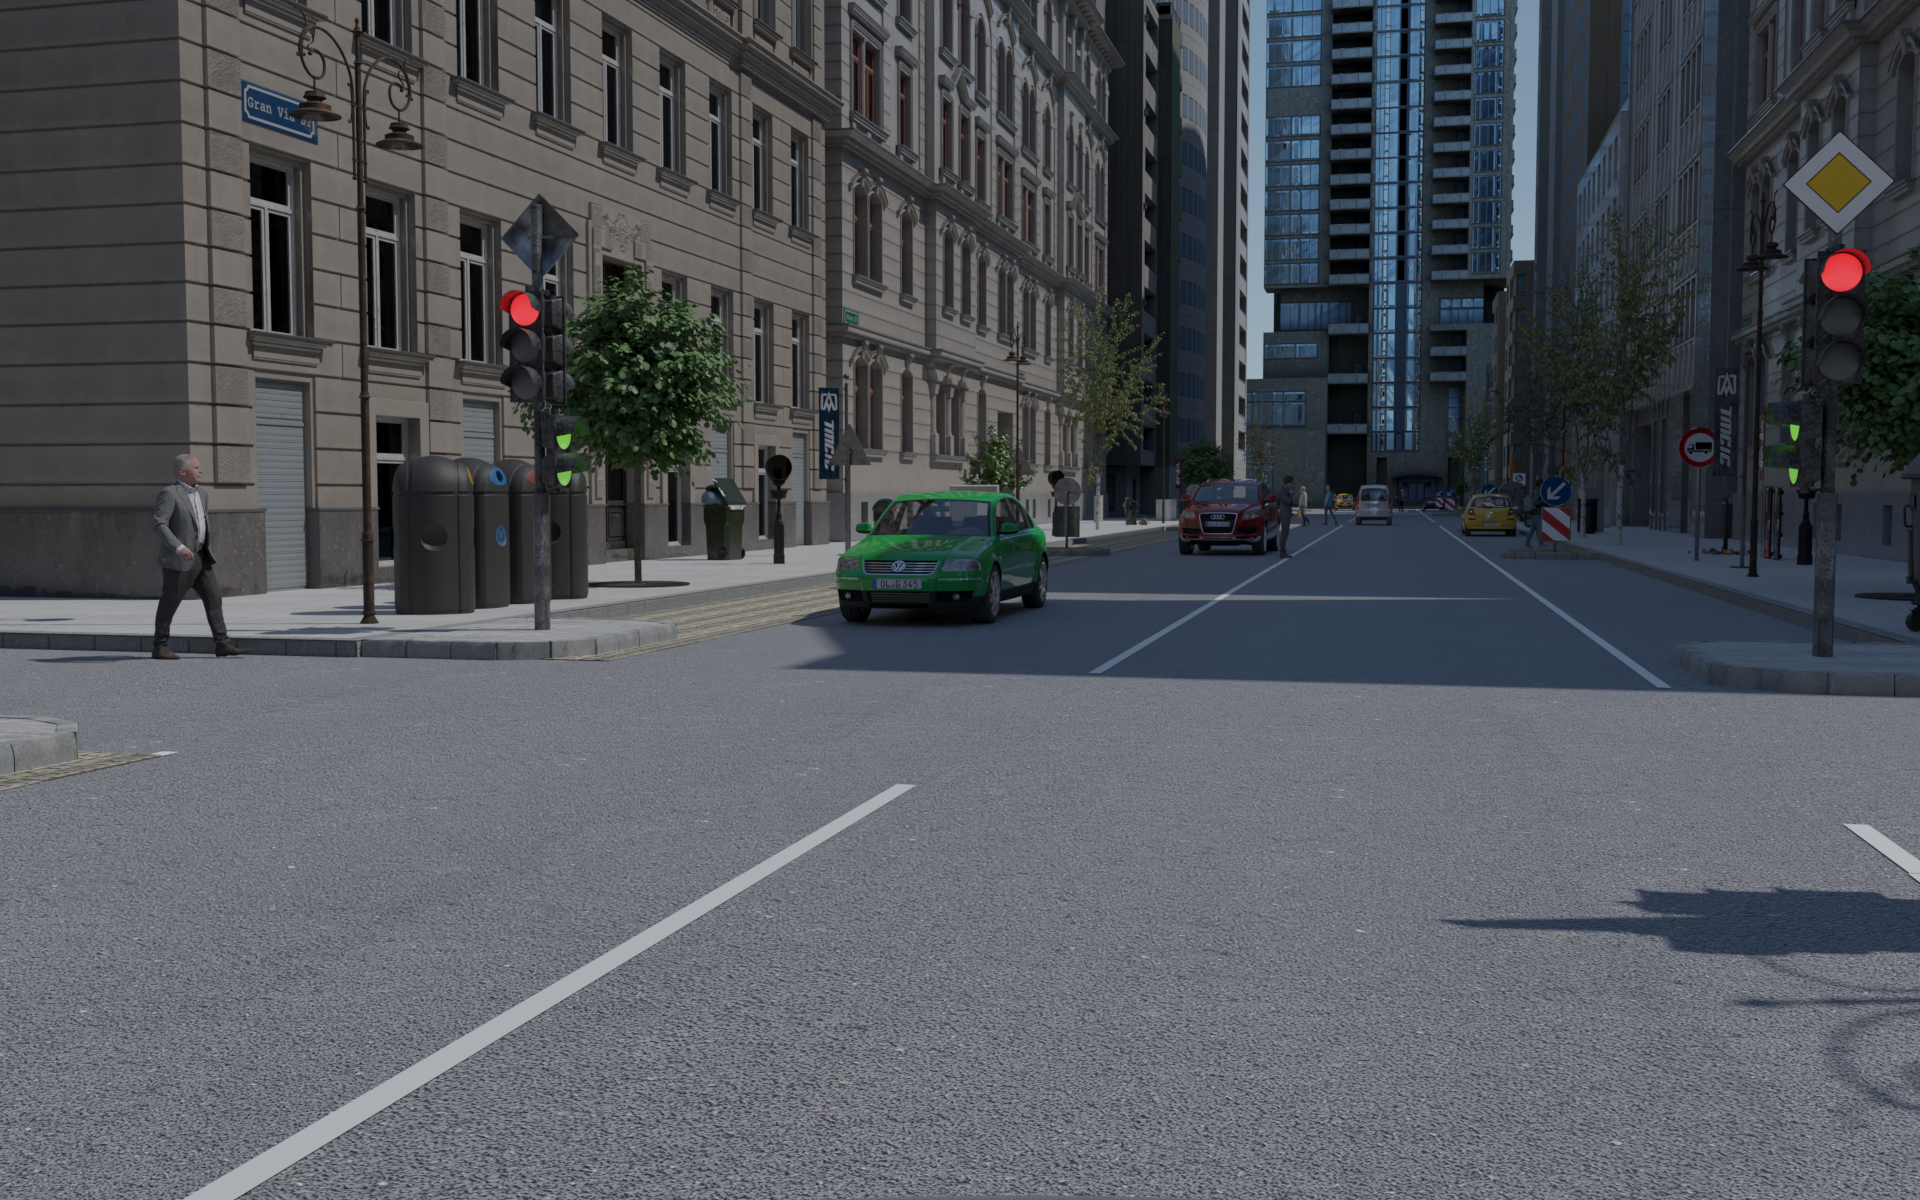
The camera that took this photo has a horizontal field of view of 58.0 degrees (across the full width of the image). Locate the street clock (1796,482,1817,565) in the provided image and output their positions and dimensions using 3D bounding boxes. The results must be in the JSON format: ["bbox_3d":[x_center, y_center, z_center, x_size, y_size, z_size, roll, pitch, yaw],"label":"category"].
[{"bbox_3d":[15.289,-1.634,31.290,0.358,2.002,0.471,-2,4,-29],"label":"street clock"}]

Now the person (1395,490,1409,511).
[{"bbox_3d":[36.649,-8.266,143.794,1.348,1.807,0.705,-1,4,-16],"label":"person"}]

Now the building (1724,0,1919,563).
[{"bbox_3d":[25.157,-15.199,35.889,14.401,28.519,23.554,1,4,14],"label":"building"}]

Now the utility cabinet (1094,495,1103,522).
[{"bbox_3d":[6.282,-4.129,78.674,0.306,1.237,1.020,1,4,12],"label":"utility cabinet"}]

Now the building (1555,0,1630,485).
[{"bbox_3d":[39.440,-26.939,90.568,14.600,45.320,14.200,1,4,14],"label":"building"}]

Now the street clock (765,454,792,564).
[{"bbox_3d":[-3.322,-1.662,31.747,0.471,2.002,0.358,-1,4,-14],"label":"street clock"}]

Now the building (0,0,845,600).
[{"bbox_3d":[-11.764,-14.431,33.203,12.463,27.353,25.104,1,4,14],"label":"building"}]

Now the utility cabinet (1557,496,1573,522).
[{"bbox_3d":[28.210,-4.262,80.848,0.306,1.237,1.020,-1,4,-10],"label":"utility cabinet"}]

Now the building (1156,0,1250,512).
[{"bbox_3d":[11.087,-37.407,153.596,28.212,58.520,21.231,1,4,14],"label":"building"}]

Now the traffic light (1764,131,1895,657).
[{"bbox_3d":[6.801,-1.508,13.580,0.839,4.253,0.868,1,4,14],"label":"traffic light"}]

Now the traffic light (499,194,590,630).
[{"bbox_3d":[-3.932,-1.672,16.252,0.839,4.253,0.868,1,4,14],"label":"traffic light"}]

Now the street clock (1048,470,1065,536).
[{"bbox_3d":[2.929,-2.950,52.800,0.471,2.002,0.358,-2,4,-26],"label":"street clock"}]

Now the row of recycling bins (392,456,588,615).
[{"bbox_3d":[-5.388,-0.788,19.994,1.069,1.692,3.534,1,4,14],"label":"row of recycling bins"}]

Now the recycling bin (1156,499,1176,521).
[{"bbox_3d":[9.859,-4.297,82.805,0.722,1.027,0.722,-3,5,-40],"label":"recycling bin"}]

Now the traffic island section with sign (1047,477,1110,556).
[{"bbox_3d":[2.477,-1.958,40.636,1.989,1.847,2.006,1,4,14],"label":"traffic island section with sign"}]

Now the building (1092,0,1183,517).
[{"bbox_3d":[4.747,-20.003,98.745,14.160,30.474,14.107,1,4,14],"label":"building"}]

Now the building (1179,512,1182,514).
[{"bbox_3d":[6.327,-35.319,119.464,21.231,58.520,28.212,1,4,14],"label":"building"}]

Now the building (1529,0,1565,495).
[{"bbox_3d":[47.781,-34.743,110.043,21.231,58.520,28.212,1,4,14],"label":"building"}]

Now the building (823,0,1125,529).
[{"bbox_3d":[-0.972,-17.934,80.610,14.401,28.519,23.554,1,4,14],"label":"building"}]

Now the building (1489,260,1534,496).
[{"bbox_3d":[57.836,-17.981,139.026,27.650,21.520,28.899,1,4,14],"label":"building"}]

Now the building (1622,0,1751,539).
[{"bbox_3d":[29.700,-14.637,57.344,12.078,24.808,19.932,1,4,14],"label":"building"}]

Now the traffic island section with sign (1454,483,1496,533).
[{"bbox_3d":[19.888,-3.481,65.537,1.989,1.847,2.006,1,4,14],"label":"traffic island section with sign"}]

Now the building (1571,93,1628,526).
[{"bbox_3d":[33.297,-13.530,75.971,10.420,20.320,16.860,1,4,14],"label":"building"}]

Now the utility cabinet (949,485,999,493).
[{"bbox_3d":[0.345,-2.042,42.067,1.173,1.500,0.318,1,4,12],"label":"utility cabinet"}]

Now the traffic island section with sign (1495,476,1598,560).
[{"bbox_3d":[13.154,-1.844,38.771,1.989,1.847,2.006,1,4,14],"label":"traffic island section with sign"}]

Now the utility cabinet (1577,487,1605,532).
[{"bbox_3d":[20.924,-2.984,57.462,1.173,1.500,0.318,-3,5,-40],"label":"utility cabinet"}]

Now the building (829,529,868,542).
[{"bbox_3d":[-6.351,-16.518,57.457,14.401,28.519,23.554,1,4,14],"label":"building"}]

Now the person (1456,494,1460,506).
[{"bbox_3d":[47.649,-9.421,165.758,0.421,1.427,0.697,1,4,18],"label":"person"}]

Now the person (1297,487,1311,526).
[{"bbox_3d":[15.272,-4.156,76.944,0.515,1.767,0.782,0,4,-2],"label":"person"}]

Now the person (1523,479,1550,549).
[{"bbox_3d":[15.014,-2.234,45.017,0.713,1.824,0.794,2,4,30],"label":"person"}]

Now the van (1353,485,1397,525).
[{"bbox_3d":[19.363,-4.521,80.923,2.013,2.044,4.112,1,4,14],"label":"van"}]

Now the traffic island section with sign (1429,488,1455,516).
[{"bbox_3d":[31.692,-6.352,112.490,1.989,1.847,2.006,1,4,14],"label":"traffic island section with sign"}]

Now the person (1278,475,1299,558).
[{"bbox_3d":[7.341,-1.860,38.714,0.447,1.846,0.655,1,4,12],"label":"person"}]

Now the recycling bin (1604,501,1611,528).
[{"bbox_3d":[24.597,-3.312,66.713,0.722,1.027,0.722,0,4,4],"label":"recycling bin"}]

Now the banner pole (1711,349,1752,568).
[{"bbox_3d":[13.450,-2.454,30.133,0.401,3.779,0.863,-2,4,-30],"label":"banner pole"}]

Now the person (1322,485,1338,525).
[{"bbox_3d":[16.903,-4.333,79.204,0.748,1.841,0.638,3,5,40],"label":"person"}]

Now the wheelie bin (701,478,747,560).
[{"bbox_3d":[-4.628,-1.582,33.771,0.693,1.594,0.980,2,4,28],"label":"wheelie bin"}]

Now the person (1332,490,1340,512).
[{"bbox_3d":[30.395,-8.049,140.822,0.721,1.735,1.217,-3,4,-38],"label":"person"}]

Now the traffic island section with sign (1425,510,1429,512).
[{"bbox_3d":[38.416,-7.987,139.221,1.989,1.847,2.006,1,4,14],"label":"traffic island section with sign"}]

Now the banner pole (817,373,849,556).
[{"bbox_3d":[-2.564,-2.809,35.946,0.863,3.779,0.401,-2,4,-28],"label":"banner pole"}]

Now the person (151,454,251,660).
[{"bbox_3d":[-6.624,-0.374,15.010,0.834,1.777,0.661,0,4,6],"label":"person"}]

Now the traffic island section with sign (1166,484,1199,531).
[{"bbox_3d":[9.048,-3.557,66.781,1.989,1.847,2.006,1,4,14],"label":"traffic island section with sign"}]

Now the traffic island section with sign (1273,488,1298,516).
[{"bbox_3d":[21.245,-6.525,115.310,1.989,1.847,2.006,1,4,14],"label":"traffic island section with sign"}]

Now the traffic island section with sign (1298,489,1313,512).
[{"bbox_3d":[27.813,-8.124,141.456,1.989,1.847,2.006,1,4,14],"label":"traffic island section with sign"}]
